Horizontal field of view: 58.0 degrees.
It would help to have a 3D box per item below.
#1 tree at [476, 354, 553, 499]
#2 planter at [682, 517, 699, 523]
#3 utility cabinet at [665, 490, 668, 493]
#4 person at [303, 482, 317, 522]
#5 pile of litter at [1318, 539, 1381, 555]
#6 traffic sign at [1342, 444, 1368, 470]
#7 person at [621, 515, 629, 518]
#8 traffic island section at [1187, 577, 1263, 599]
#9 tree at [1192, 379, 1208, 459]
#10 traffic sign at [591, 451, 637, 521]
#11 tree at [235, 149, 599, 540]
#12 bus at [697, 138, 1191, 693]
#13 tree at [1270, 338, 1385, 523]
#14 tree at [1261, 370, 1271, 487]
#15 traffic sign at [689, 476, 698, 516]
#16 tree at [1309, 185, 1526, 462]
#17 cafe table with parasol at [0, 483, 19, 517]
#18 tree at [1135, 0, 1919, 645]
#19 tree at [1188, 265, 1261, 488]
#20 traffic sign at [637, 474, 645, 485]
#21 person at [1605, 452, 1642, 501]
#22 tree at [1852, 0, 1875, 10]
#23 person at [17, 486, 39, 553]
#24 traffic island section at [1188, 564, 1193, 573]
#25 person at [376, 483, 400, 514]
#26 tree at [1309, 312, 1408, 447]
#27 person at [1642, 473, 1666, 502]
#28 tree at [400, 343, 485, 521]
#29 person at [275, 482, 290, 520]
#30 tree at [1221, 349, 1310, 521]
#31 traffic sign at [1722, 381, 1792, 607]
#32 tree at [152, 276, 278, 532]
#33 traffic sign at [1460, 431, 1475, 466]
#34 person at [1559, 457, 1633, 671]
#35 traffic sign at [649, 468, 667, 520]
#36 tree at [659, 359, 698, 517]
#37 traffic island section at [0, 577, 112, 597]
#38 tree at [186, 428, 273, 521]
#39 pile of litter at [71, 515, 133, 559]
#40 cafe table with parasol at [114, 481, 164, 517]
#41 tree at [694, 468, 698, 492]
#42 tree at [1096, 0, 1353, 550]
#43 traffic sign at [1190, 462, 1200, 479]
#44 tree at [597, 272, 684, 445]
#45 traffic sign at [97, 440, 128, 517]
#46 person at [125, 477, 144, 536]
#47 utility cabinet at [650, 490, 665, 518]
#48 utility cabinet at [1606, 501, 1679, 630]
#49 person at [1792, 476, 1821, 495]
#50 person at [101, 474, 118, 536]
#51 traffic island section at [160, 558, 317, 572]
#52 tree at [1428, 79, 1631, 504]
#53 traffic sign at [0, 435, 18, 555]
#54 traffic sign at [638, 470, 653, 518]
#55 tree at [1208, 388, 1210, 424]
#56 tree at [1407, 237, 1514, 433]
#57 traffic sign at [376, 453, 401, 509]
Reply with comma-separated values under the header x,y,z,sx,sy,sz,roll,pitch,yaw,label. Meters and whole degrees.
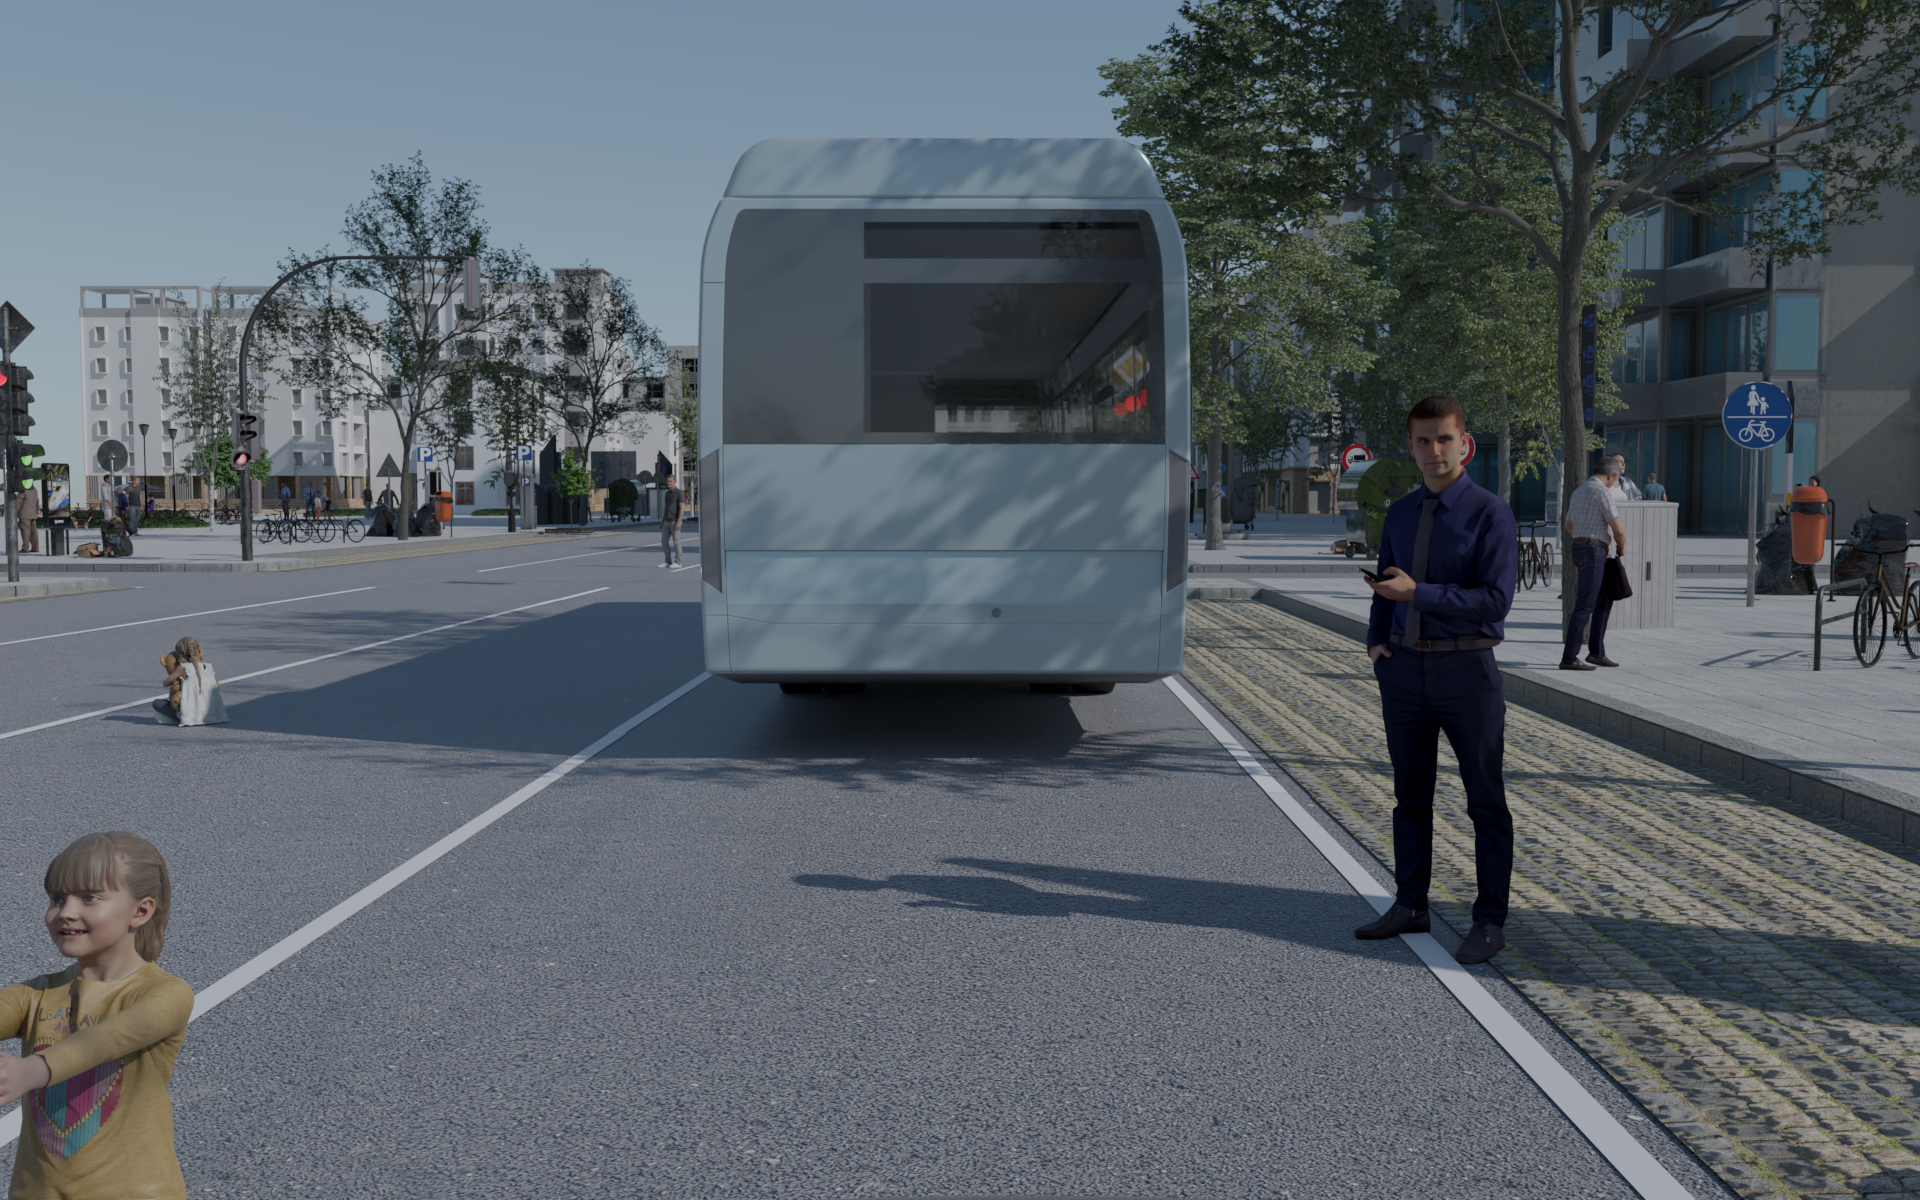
x,y,z,sx,sy,sz,roll,pitch,yaw,label
-23.400,-8.563,90.367,4.737,8.622,4.395,0,3,0,tree
-12.564,-3.898,84.876,1.991,0.319,1.994,0,4,1,planter
-16.164,-5.235,94.273,0.318,1.500,1.173,-3,5,-42,utility cabinet
-29.462,-4.445,78.593,0.709,1.838,0.599,-2,4,-30,person
8.444,-1.408,36.993,1.719,0.858,1.176,0,4,-3,pile of litter
10.049,-2.681,43.944,0.768,2.556,0.104,0,4,3,traffic sign
-18.002,-4.828,92.898,0.347,0.859,0.695,-3,4,-37,person
3.154,-0.169,25.040,2.009,0.180,2.903,0,4,1,traffic island section
15.477,-9.493,105.577,4.737,8.622,4.395,0,3,0,tree
-16.376,-5.383,81.884,2.265,3.308,0.079,1,4,10,traffic sign
-15.354,-6.917,47.499,8.767,10.594,7.601,-2,4,-26,tree
-0.103,-1.269,15.603,2.948,3.499,13.247,0,4,0,bus
16.416,-7.661,75.619,4.360,8.622,3.978,0,3,0,tree
16.695,-9.156,100.056,4.360,8.622,3.978,0,3,0,tree
-15.388,-5.999,100.216,0.606,2.300,0.079,0,4,2,traffic sign
15.211,-8.079,57.848,9.928,11.665,9.643,0,3,0,tree
-52.723,-5.574,95.992,2.610,1.966,2.610,3,5,44,cafe table with parasol
4.980,-4.906,14.623,7.601,10.594,8.767,0,4,8,tree
6.140,-6.276,52.973,4.360,8.622,3.978,0,3,0,tree
-19.231,-6.386,104.517,0.768,2.556,0.104,0,4,4,traffic sign
7.073,-0.740,18.873,0.841,1.734,0.376,0,4,-4,person
4.832,-3.486,7.364,4.737,8.622,4.395,0,3,0,tree
-20.356,-1.903,37.707,0.434,1.755,0.990,0,4,2,person
3.282,-0.657,33.024,2.009,0.180,2.903,0,4,1,traffic island section
-24.926,-4.213,75.473,0.990,1.755,0.434,0,4,-4,person
16.200,-7.054,65.697,4.737,8.622,4.395,0,3,0,tree
17.288,-2.264,43.190,0.598,1.807,0.434,1,4,16,person
-24.622,-8.136,83.386,4.360,8.622,3.978,0,3,0,tree
-31.216,-4.520,79.807,0.709,1.838,0.599,3,5,39,person
15.338,-8.118,83.099,4.737,8.622,4.395,0,3,0,tree
8.990,-1.194,19.626,0.768,2.556,0.104,0,4,4,traffic sign
-25.640,-6.665,59.343,4.360,8.622,3.978,0,3,0,tree
9.557,-2.045,33.543,0.768,2.556,0.104,0,4,7,traffic sign
4.653,-0.274,12.736,0.590,1.554,0.614,-1,4,-8,person
-14.801,-5.195,84.939,0.884,2.594,0.081,0,4,2,traffic sign
-14.521,-8.858,95.195,4.737,8.622,4.395,0,3,0,tree
-13.845,-0.186,25.316,2.009,0.180,2.903,0,4,1,traffic island section
-35.576,-6.117,83.721,4.285,4.588,4.351,0,3,0,tree
-17.524,-1.301,35.244,1.176,0.858,1.719,1,4,10,pile of litter
-46.198,-5.665,97.493,2.610,1.966,2.610,1,4,23,cafe table with parasol
-15.529,-6.825,106.197,1.663,3.219,1.824,0,3,0,tree
5.881,-7.385,38.864,7.486,12.596,7.792,0,3,0,tree
8.083,-3.769,61.632,0.884,2.594,0.081,0,4,2,traffic sign
-15.236,-8.248,69.260,8.767,10.594,7.601,0,4,-6,tree
-19.810,-2.470,40.490,0.768,2.556,0.104,0,4,6,traffic sign
-25.107,-2.847,52.713,0.434,1.807,0.598,2,4,31,person
-16.333,-5.163,93.097,0.318,1.500,1.173,-2,4,-28,utility cabinet
6.311,-0.326,16.496,1.020,1.237,0.306,-1,4,-16,utility cabinet
16.819,-1.646,34.420,0.566,1.644,0.517,0,4,6,person
-22.597,-2.443,46.126,0.789,1.805,0.875,0,4,-7,person
-13.717,-0.674,33.300,2.009,0.180,2.903,0,4,1,traffic island section
14.861,-7.964,48.336,7.486,12.596,7.792,0,3,0,tree
-20.170,-2.233,36.613,0.768,2.556,0.104,1,4,9,traffic sign
-16.709,-5.620,91.998,0.768,2.556,0.104,0,4,2,traffic sign
15.165,-8.465,88.769,4.737,8.622,4.395,0,3,0,tree
13.794,-5.500,40.286,4.737,8.622,4.395,0,3,0,tree
-18.048,-3.351,54.787,0.884,2.594,0.081,0,4,4,traffic sign
